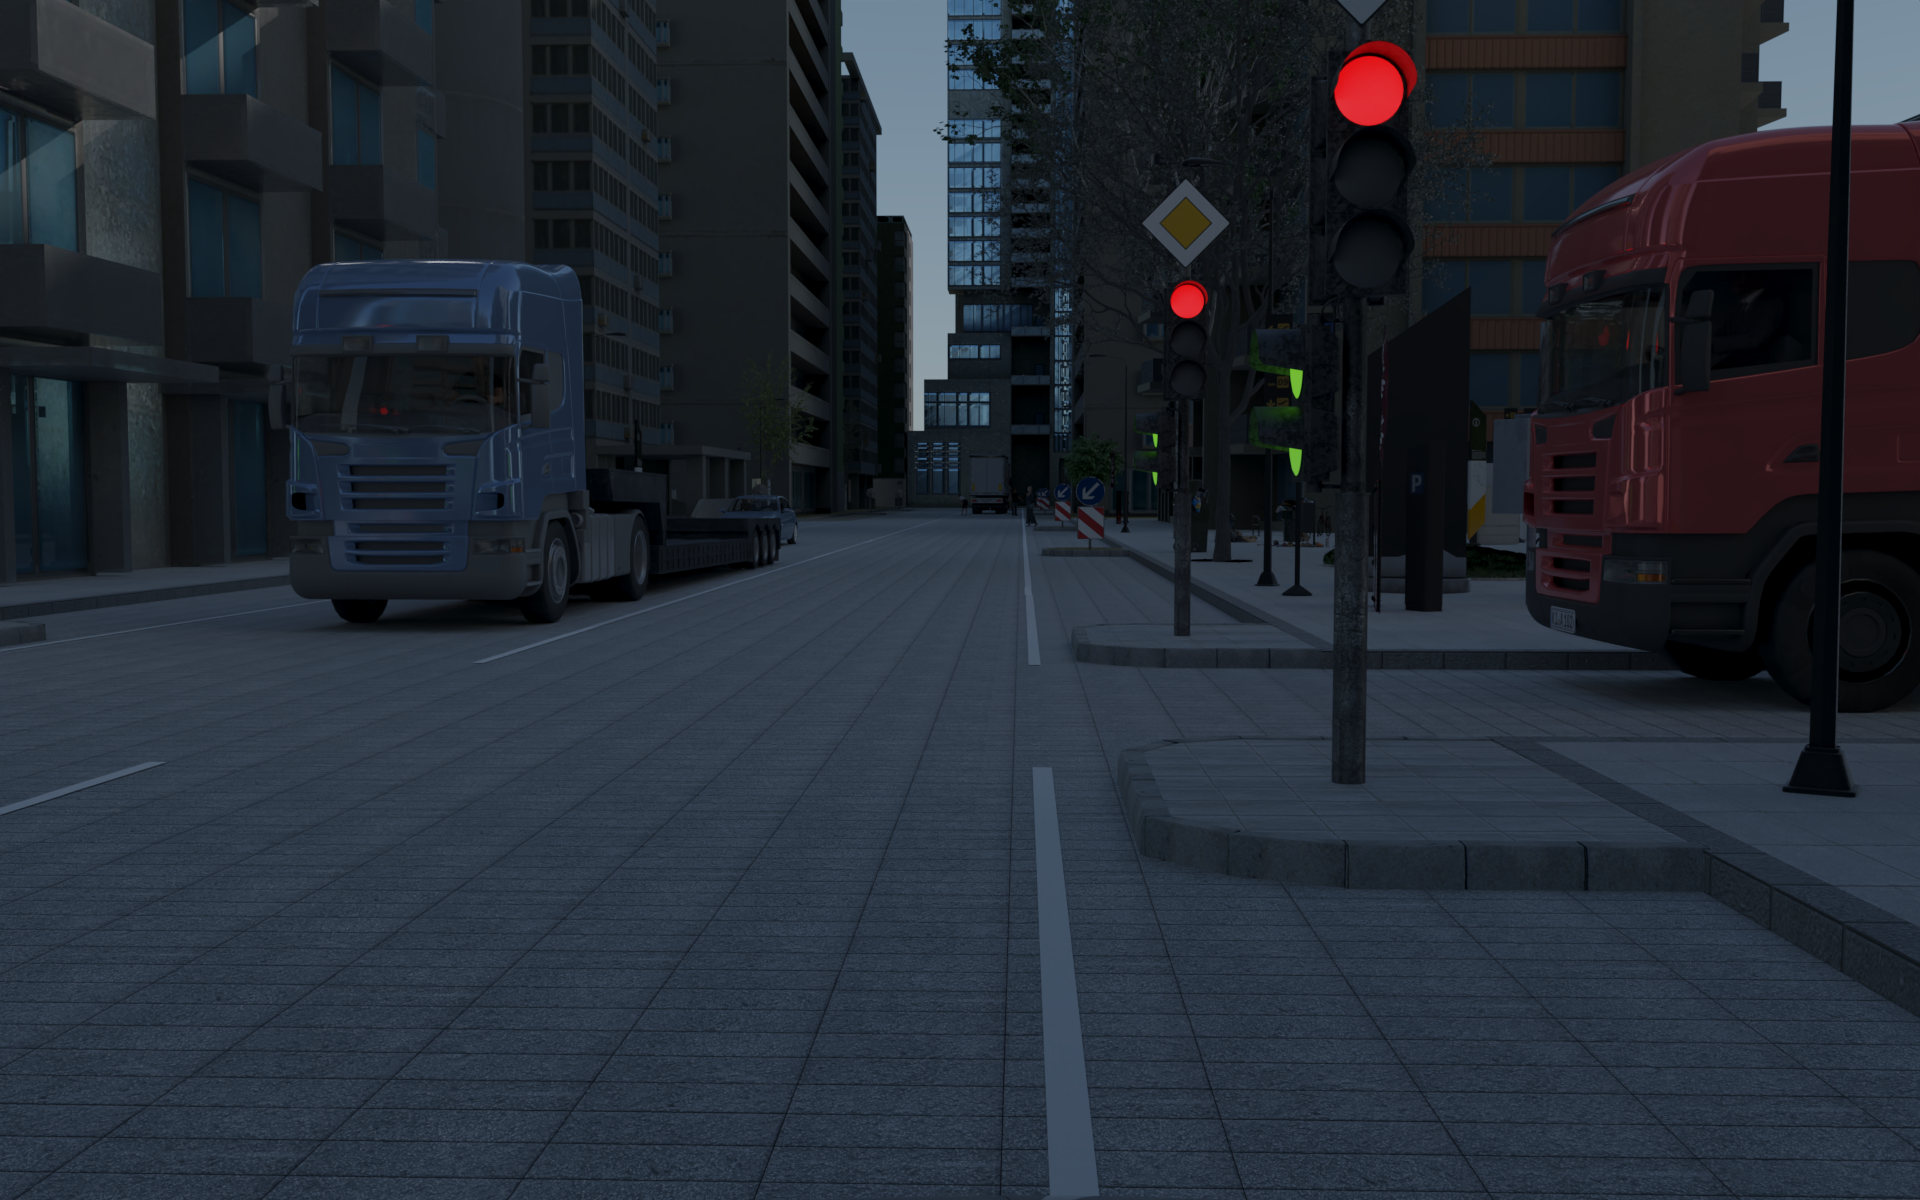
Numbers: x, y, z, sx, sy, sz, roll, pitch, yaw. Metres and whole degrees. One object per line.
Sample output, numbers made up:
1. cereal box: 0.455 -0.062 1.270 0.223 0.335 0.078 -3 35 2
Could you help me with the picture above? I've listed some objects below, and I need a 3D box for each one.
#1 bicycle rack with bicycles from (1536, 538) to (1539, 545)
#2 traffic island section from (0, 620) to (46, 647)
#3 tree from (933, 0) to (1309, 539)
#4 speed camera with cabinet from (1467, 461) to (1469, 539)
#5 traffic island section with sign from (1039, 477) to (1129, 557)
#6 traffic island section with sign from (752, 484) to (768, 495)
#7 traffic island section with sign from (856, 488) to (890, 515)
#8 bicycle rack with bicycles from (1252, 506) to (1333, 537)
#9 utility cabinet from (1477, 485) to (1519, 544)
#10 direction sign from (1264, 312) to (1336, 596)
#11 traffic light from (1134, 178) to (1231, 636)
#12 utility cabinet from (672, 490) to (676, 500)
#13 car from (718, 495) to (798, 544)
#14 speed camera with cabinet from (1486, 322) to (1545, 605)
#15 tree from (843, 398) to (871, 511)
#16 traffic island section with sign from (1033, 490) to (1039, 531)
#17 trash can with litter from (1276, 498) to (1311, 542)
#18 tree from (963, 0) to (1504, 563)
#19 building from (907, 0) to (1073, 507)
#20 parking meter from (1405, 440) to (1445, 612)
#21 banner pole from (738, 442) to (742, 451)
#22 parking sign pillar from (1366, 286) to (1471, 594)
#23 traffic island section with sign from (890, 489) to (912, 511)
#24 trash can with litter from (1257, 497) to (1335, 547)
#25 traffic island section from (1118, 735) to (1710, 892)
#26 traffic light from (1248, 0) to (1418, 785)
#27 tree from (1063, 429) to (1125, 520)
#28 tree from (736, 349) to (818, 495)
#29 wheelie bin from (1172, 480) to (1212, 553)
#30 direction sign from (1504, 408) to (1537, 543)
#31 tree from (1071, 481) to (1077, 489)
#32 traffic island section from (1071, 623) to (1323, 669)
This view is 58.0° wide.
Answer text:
1. bicycle rack with bicycles: 11.497 -0.952 28.955 2.852 0.926 2.925 -2 4 -31
2. traffic island section: -9.999 0.376 16.126 2.009 0.180 2.903 0 4 2
3. tree: 5.477 -11.759 48.154 12.611 20.169 13.585 0 3 0
4. speed camera with cabinet: 14.931 -3.299 48.274 0.660 3.252 2.038 -2 4 -24
5. traffic island section with sign: 2.912 -1.947 40.463 1.989 1.847 2.006 0 4 2
6. traffic island section with sign: -7.842 -3.623 67.867 1.989 1.847 2.006 0 4 2
7. traffic island section with sign: -6.049 -6.720 118.499 1.989 1.847 2.006 0 4 2
8. bicycle rack with bicycles: 10.102 -2.435 53.201 2.852 0.926 2.925 0 4 5
9. utility cabinet: 13.579 -2.155 43.908 1.173 1.500 0.318 -1 4 -16
10. direction sign: 4.263 -1.823 21.800 0.876 3.537 0.379 1 4 19
11. traffic light: 1.995 -1.631 15.585 0.839 4.253 0.868 0 4 2
12. utility cabinet: -13.893 -4.594 83.791 0.318 1.500 1.173 0 4 -6
13. car: -5.638 -2.221 48.320 2.014 1.417 4.499 0 4 4
14. speed camera with cabinet: 7.255 -1.601 20.514 2.038 3.252 0.660 -2 4 -28
15. tree: -8.951 -11.126 132.273 4.360 8.622 3.978 0 3 0
16. traffic island section with sign: 3.871 -3.595 67.402 1.989 1.847 2.006 0 4 2
17. trash can with litter: 9.002 -2.157 46.647 0.624 1.170 1.055 3 4 37
18. tree: 5.081 -7.468 32.465 12.009 13.543 11.850 0 3 0
19. building: 10.541 -53.293 184.019 31.000 86.520 22.319 0 4 2
20. parking meter: 5.094 -0.813 19.003 0.255 1.863 0.399 -2 4 -24
21. banner pole: -10.590 -5.701 83.224 0.401 3.779 0.863 0 4 5
22. parking sign pillar: 6.022 -2.102 22.838 1.447 3.967 1.447 1 4 14
23. traffic island section with sign: -5.089 -8.368 145.437 1.989 1.847 2.006 0 4 2
24. trash can with litter: 8.272 -1.917 42.405 1.678 1.210 2.233 -2 4 -35
25. traffic island section: 1.752 0.891 7.717 2.009 0.180 2.903 0 4 2
26. traffic light: 1.712 -1.143 7.605 0.839 4.253 0.868 0 4 2
27. tree: 6.749 -6.345 87.447 4.285 4.588 4.351 0 3 0
28. tree: -9.657 -8.477 88.955 4.737 8.622 4.395 0 3 0
29. wheelie bin: 5.125 -1.858 38.293 0.693 1.594 0.980 -2 4 -29
30. direction sign: 14.750 -3.283 45.676 0.876 3.537 0.379 0 4 -4
31. tree: 6.705 -6.042 93.396 1.663 3.219 1.824 0 3 0
32. traffic island section: 2.034 0.403 15.697 2.009 0.180 2.903 0 4 2
